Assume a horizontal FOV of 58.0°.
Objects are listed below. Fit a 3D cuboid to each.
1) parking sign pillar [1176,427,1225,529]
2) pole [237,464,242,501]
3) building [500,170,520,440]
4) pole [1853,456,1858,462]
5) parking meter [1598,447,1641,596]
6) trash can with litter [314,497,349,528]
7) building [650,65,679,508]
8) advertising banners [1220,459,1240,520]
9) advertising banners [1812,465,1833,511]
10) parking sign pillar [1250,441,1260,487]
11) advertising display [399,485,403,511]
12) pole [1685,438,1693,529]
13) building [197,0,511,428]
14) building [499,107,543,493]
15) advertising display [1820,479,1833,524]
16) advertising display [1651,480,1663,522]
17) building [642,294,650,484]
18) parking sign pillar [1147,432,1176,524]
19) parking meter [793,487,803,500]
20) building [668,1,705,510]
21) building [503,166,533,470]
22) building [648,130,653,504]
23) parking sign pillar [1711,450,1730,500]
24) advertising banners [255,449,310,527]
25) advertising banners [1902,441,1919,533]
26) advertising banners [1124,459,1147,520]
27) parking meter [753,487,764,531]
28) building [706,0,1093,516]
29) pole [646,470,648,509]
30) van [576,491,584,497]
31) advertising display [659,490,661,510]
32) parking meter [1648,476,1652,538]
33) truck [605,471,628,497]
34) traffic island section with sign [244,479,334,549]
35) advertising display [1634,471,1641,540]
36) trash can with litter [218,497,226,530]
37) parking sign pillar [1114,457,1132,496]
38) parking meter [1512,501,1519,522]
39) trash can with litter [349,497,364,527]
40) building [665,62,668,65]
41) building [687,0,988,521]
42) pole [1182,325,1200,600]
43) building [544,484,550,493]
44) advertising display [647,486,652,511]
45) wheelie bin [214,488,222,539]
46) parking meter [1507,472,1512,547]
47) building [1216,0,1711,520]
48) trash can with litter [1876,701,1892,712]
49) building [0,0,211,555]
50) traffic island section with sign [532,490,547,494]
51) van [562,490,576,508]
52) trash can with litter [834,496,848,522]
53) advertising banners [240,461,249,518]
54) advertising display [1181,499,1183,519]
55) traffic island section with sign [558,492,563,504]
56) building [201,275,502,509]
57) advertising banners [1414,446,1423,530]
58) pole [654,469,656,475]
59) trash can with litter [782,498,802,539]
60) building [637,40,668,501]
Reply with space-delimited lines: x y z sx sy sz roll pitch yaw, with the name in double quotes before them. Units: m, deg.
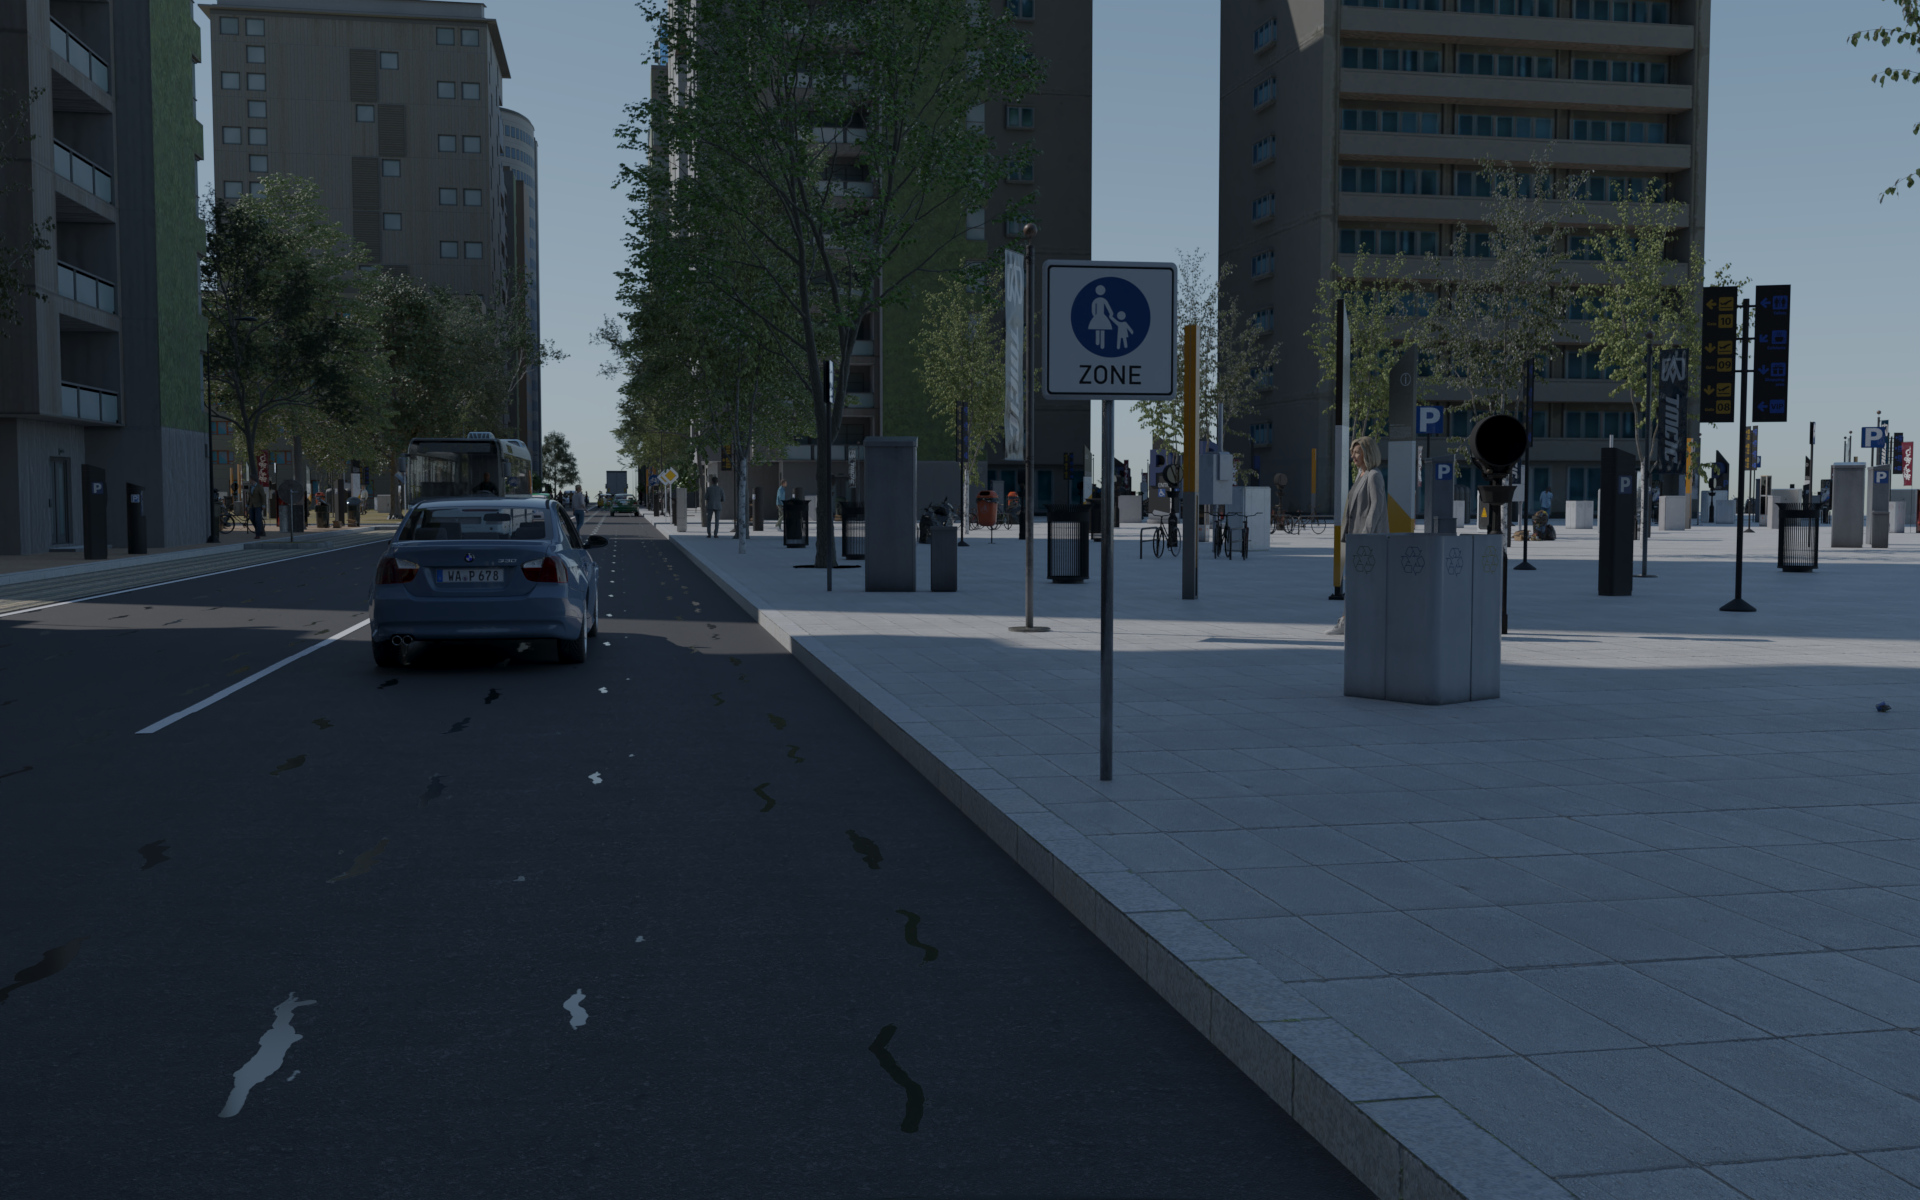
"parking sign pillar" 9.077 -4.610 63.840 1.447 3.967 1.447 3 5 43
"pole" -49.278 -7.621 118.448 0.158 3.312 0.155 0 3 0
"building" -61.567 -32.286 211.477 14.154 41.232 14.086 -1 4 -11
"pole" 48.472 -6.114 93.814 0.158 3.312 0.155 0 3 0
"parking meter" 8.292 -0.987 21.847 0.399 1.863 0.255 -2 4 -25
"trash can with litter" -23.693 -3.285 65.091 1.055 1.170 0.624 0 4 -7
"building" -23.098 -29.748 169.966 14.154 41.232 14.086 -1 4 -11
"advertising banners" 12.901 -5.510 86.282 2.074 3.025 0.090 0 4 0
"advertising banners" 51.705 -6.593 103.978 2.074 3.025 0.090 0 4 5
"parking sign pillar" 14.977 -6.084 87.947 1.447 3.967 1.447 1 4 11
"advertising display" -40.691 -7.386 125.980 0.123 1.923 0.974 -2 4 -29
"pole" 26.666 -4.251 63.350 0.158 3.312 0.155 0 3 0
"building" -64.230 -36.711 189.457 28.713 52.752 27.495 -1 4 -11
"building" -74.231 -43.860 259.113 21.231 58.520 28.212 -1 4 -11
"advertising display" 37.348 -4.249 74.679 0.123 1.923 0.974 0 4 4
"advertising display" 31.583 -4.482 78.491 0.123 1.923 0.974 0 4 0
"building" -38.718 -29.276 250.359 14.160 30.474 14.107 -1 4 -11
"parking sign pillar" 8.841 -5.294 75.032 1.447 3.967 1.447 3 4 37
"parking meter" -6.004 -3.408 64.127 0.372 1.533 0.369 0 3 0
"building" -9.888 -33.818 142.169 28.713 52.752 27.495 -1 4 -11
"building" -66.649 -36.023 239.088 14.600 45.320 14.200 -1 4 -11
"building" -28.106 -36.368 218.320 21.300 48.544 21.600 -1 4 -11
"parking sign pillar" 46.187 -7.142 105.245 1.447 3.967 1.447 0 4 -7
"advertising banners" -26.483 -4.374 67.703 2.074 3.025 0.090 0 4 0
"advertising banners" 31.672 -3.714 56.905 0.090 3.025 2.074 -1 4 -13
"advertising banners" 8.725 -5.559 87.071 0.090 3.025 2.074 -1 4 -23
"parking meter" -6.987 -3.151 59.932 0.372 1.533 0.369 0 3 0
"building" -4.650 -29.545 106.763 21.300 48.544 21.600 -1 4 -11
"pole" -25.987 -9.183 143.982 0.158 3.312 0.155 0 3 0
"van" -53.390 -14.312 241.011 2.013 2.044 4.112 -1 4 -12
"advertising display" -23.699 -8.043 136.716 0.123 1.923 0.974 -2 4 -27
"parking meter" 20.077 -2.758 50.807 0.399 1.863 0.255 -3 4 -39
"truck" -42.001 -13.640 211.934 2.839 4.237 11.283 -1 4 -11
"traffic island section with sign" -17.645 -2.264 45.637 1.989 1.847 2.006 -1 4 -11
"advertising display" 18.895 -2.637 48.325 0.123 1.923 0.974 2 4 30
"trash can with litter" -26.275 -3.008 60.571 1.055 1.170 0.624 -2 4 -35
"parking sign pillar" 11.574 -8.263 123.573 1.447 3.967 1.447 -1 4 -10
"parking meter" 25.406 -4.341 79.379 0.372 1.533 0.369 0 3 0
"trash can with litter" -23.640 -3.440 67.637 0.624 1.170 1.055 -1 4 -16
"building" -22.636 -35.037 192.471 23.786 49.044 30.456 -1 4 -11
"building" -6.735 -24.783 88.790 14.086 41.232 14.154 -1 4 -11
"pole" 2.805 -1.662 21.016 0.158 3.312 0.155 0 3 0
"building" -84.062 -36.233 284.297 32.217 40.220 23.993 -1 4 -11
"advertising display" -23.739 -7.779 132.403 0.123 1.923 0.974 0 4 2
"wheelie bin" -20.721 -2.426 47.567 0.980 1.594 0.693 3 4 36
"parking meter" 13.068 -2.203 41.722 0.399 1.863 0.255 0 4 5
"building" 26.019 -28.950 97.027 21.600 48.544 21.300 -1 4 -11
"trash can with litter" 6.158 0.077 9.803 1.678 1.210 2.233 2 4 35
"building" -25.503 -21.614 36.979 14.154 41.232 14.086 -1 4 -11
"traffic island section with sign" -43.180 -10.210 175.565 1.989 1.847 2.006 -1 4 -11
"van" -41.447 -10.831 184.096 2.013 2.044 4.112 -1 4 -10
"trash can with litter" -5.578 -4.268 81.169 0.624 1.170 1.055 0 4 2
"advertising banners" -37.711 -5.818 91.307 0.090 3.025 2.074 -1 4 -13
"advertising display" 11.467 -5.200 90.228 0.974 1.923 0.123 2 4 33
"traffic island section with sign" -64.373 -16.803 283.352 1.989 1.847 2.006 -1 4 -11
"building" -58.234 -19.425 162.641 27.650 21.520 28.899 -1 4 -11
"advertising banners" 16.335 -4.052 62.434 0.090 3.025 2.074 2 4 33
"pole" -22.784 -8.273 129.109 0.158 3.312 0.155 0 3 0
"trash can with litter" -4.771 -2.312 49.182 0.624 1.170 1.055 -1 4 -8
"building" -43.948 -60.095 295.231 22.319 86.520 31.000 -1 4 -11
